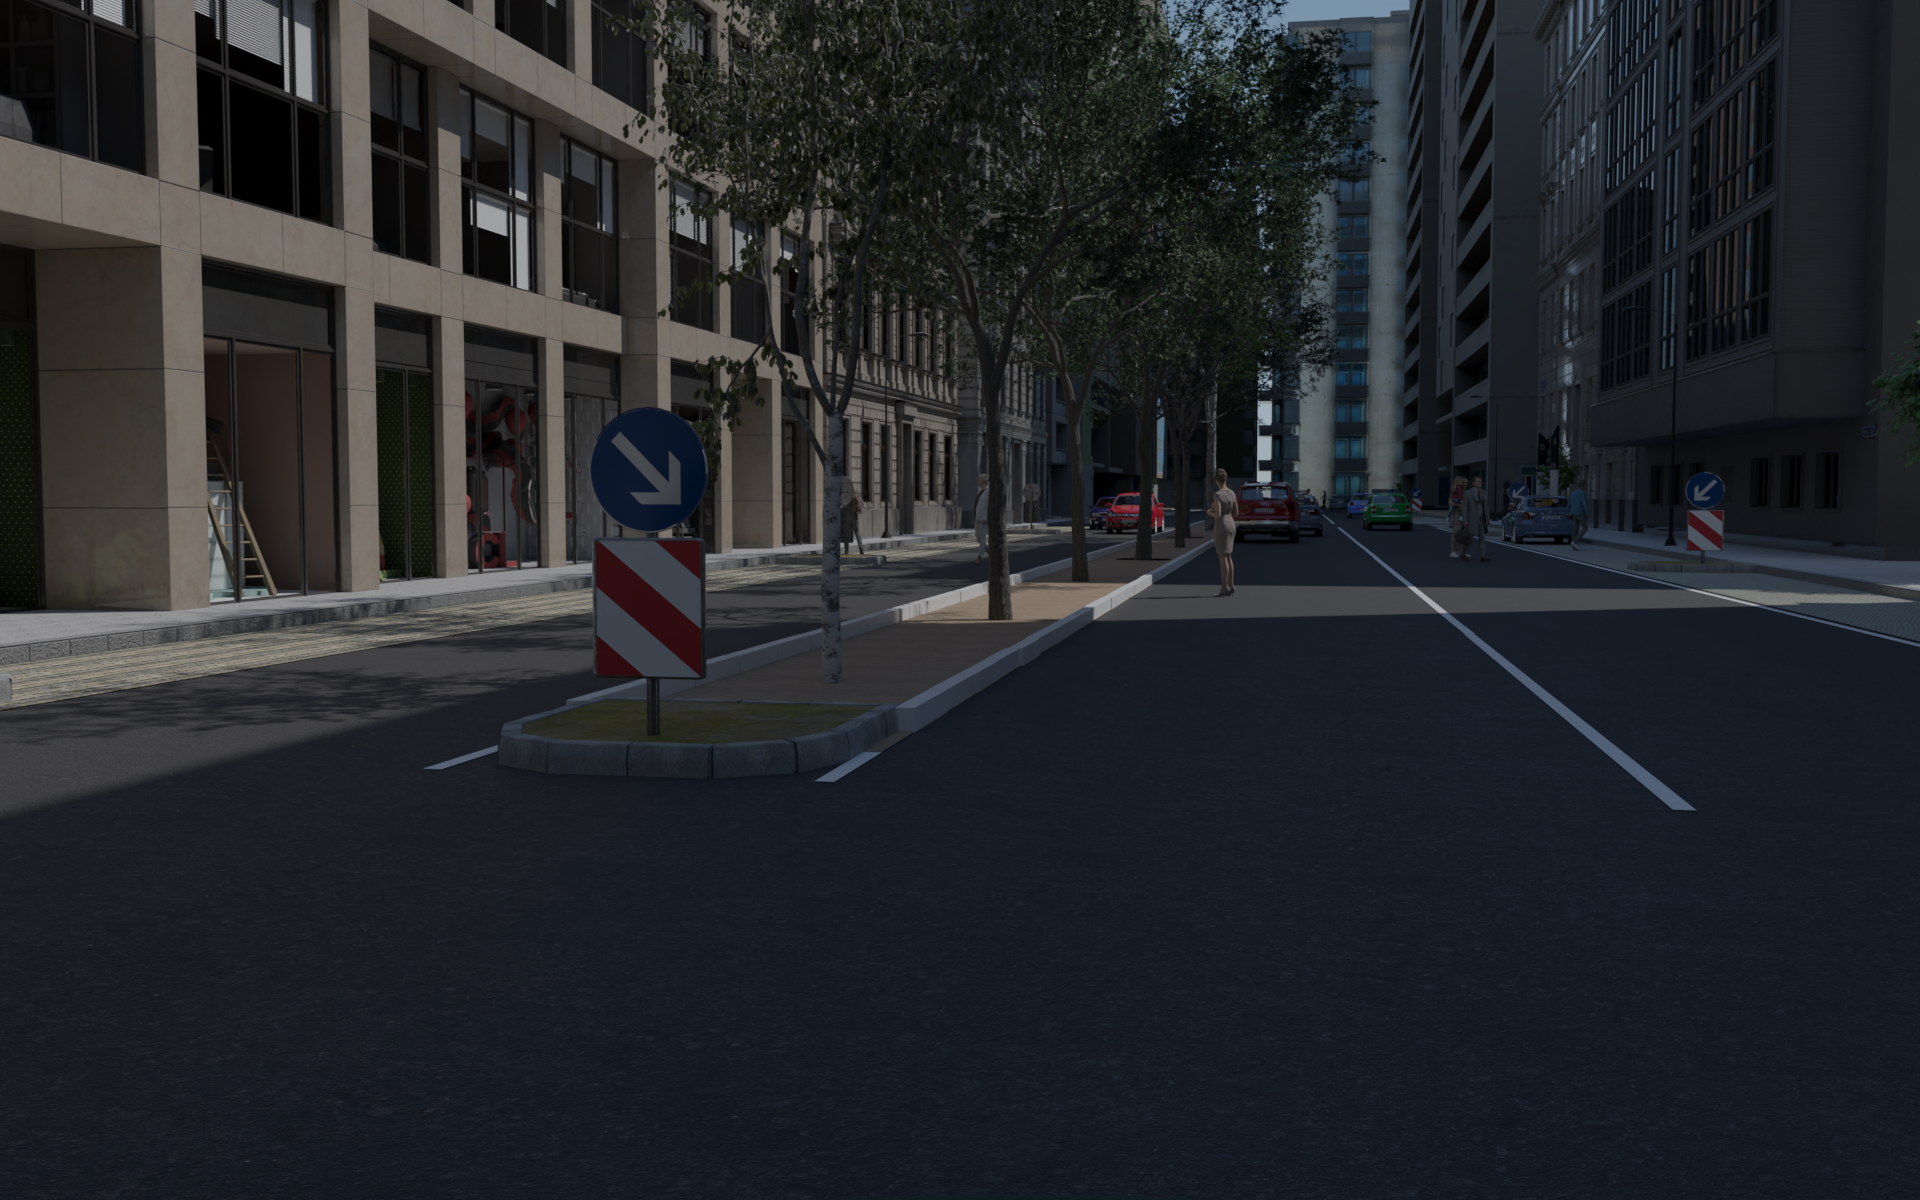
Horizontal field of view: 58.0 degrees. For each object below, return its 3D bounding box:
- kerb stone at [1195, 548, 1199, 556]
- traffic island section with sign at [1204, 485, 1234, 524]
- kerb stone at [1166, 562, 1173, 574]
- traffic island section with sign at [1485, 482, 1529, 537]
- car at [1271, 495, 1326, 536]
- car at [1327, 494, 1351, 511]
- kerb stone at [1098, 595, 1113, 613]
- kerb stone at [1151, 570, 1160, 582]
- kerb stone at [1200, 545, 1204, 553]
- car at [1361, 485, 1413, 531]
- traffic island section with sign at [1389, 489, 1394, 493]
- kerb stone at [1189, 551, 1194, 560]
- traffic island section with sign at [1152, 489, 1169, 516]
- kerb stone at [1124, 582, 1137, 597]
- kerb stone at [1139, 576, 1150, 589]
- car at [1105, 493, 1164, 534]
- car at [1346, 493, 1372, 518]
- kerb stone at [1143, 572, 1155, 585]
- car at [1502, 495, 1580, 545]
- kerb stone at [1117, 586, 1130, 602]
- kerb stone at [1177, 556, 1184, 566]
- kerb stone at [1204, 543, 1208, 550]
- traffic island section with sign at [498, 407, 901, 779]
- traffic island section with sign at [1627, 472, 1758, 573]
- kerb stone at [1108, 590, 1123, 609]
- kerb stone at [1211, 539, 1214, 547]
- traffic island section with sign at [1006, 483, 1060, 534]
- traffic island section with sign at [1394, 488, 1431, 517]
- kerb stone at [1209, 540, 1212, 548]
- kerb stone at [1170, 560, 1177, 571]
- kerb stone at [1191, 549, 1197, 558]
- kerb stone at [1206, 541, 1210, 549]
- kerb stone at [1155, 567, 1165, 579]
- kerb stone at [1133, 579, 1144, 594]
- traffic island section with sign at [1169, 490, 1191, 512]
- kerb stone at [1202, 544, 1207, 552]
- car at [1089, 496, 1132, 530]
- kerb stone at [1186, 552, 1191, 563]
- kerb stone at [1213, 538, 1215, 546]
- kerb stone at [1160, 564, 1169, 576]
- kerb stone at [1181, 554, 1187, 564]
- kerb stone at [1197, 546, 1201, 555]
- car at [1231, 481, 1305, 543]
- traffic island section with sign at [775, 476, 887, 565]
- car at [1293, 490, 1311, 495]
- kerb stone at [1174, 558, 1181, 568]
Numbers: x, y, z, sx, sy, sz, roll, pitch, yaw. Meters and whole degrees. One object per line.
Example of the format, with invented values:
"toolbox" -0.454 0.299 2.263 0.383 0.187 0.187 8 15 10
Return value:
"kerb stone" 5.248 -1.028 39.059 0.120 0.150 1.000 1 4 11
"traffic island section with sign" 12.848 -4.608 83.481 2.006 1.907 1.989 1 4 11
"kerb stone" 3.677 -0.539 31.013 0.120 0.150 1.000 1 4 11
"traffic island section with sign" 18.704 -3.060 58.663 1.989 1.847 2.006 1 4 11
"car" 11.672 -2.936 60.011 2.014 1.417 4.499 1 4 11
"car" 31.673 -8.102 144.467 2.014 1.417 4.499 1 4 12
"kerb stone" 1.714 0.075 20.965 0.120 0.150 1.000 1 4 11
"kerb stone" 3.088 -0.355 28.003 0.120 0.150 1.000 1 4 11
"kerb stone" 5.641 -1.154 41.070 0.120 0.150 1.000 1 4 11
"car" 17.078 -3.699 69.277 1.959 1.807 4.718 1 4 10
"traffic island section with sign" 33.470 -7.692 134.398 1.989 1.847 2.006 1 4 11
"kerb stone" 4.860 -0.905 37.045 0.120 0.150 1.000 1 4 11
"traffic island section with sign" 12.242 -6.316 111.888 1.989 1.847 2.006 1 4 11
"kerb stone" 2.307 -0.109 23.985 0.120 0.150 1.000 1 4 11
"kerb stone" 2.706 -0.228 25.994 0.120 0.150 1.000 1 4 11
"car" 6.417 -3.317 63.277 2.155 1.783 4.494 1 4 12
"car" 24.062 -5.747 103.552 1.945 1.707 3.694 1 4 11
"kerb stone" 2.892 -0.294 26.999 0.120 0.150 1.000 1 4 11
"car" 16.828 -2.340 50.261 2.014 1.417 4.499 1 4 11
"kerb stone" 2.111 -0.048 22.981 0.120 0.150 1.000 1 4 11
"kerb stone" 4.267 -0.724 34.026 0.120 0.150 1.000 1 4 11
"kerb stone" 6.032 -1.278 43.084 0.120 0.150 1.000 1 4 11
"traffic island section with sign" -1.513 -0.097 9.722 2.006 1.907 1.989 1 4 11
"traffic island section with sign" 13.554 -1.442 32.203 1.989 1.847 2.006 1 4 11
"kerb stone" 1.920 0.014 21.966 0.120 0.150 1.000 1 4 11
"kerb stone" 6.616 -1.462 46.121 0.120 0.150 1.000 1 4 11
"traffic island section with sign" 2.565 -3.277 62.209 1.989 1.847 2.006 1 4 11
"traffic island section with sign" 28.298 -6.074 107.942 1.989 1.847 2.006 1 4 11
"kerb stone" 6.417 -1.401 45.103 0.120 0.150 1.000 1 4 11
"kerb stone" 3.874 -0.601 32.019 0.120 0.150 1.000 1 4 11
"kerb stone" 5.055 -0.967 38.049 0.120 0.150 1.000 1 4 11
"kerb stone" 6.224 -1.340 44.099 0.120 0.150 1.000 1 4 11
"kerb stone" 3.286 -0.416 29.006 0.120 0.150 1.000 1 4 11
"kerb stone" 2.509 -0.169 24.991 0.120 0.150 1.000 1 4 11
"traffic island section with sign" 17.398 -7.934 138.347 1.989 1.847 2.006 1 4 11
"kerb stone" 5.845 -1.216 42.079 0.120 0.150 1.000 1 4 11
"car" 6.257 -3.536 70.388 1.945 1.354 3.894 1 4 11
"kerb stone" 4.659 -0.846 36.033 0.120 0.150 1.000 1 4 11
"kerb stone" 6.824 -1.521 47.122 0.120 0.150 1.000 1 4 11
"kerb stone" 3.485 -0.478 30.009 0.120 0.150 1.000 1 4 11
"kerb stone" 4.455 -0.785 35.031 0.120 0.150 1.000 1 4 11
"kerb stone" 5.438 -1.093 40.068 0.120 0.150 1.000 1 4 11
"car" 9.279 -2.679 52.476 2.281 1.827 5.304 1 4 11
"traffic island section with sign" -2.588 -1.658 35.732 1.989 1.847 2.006 1 4 11
"car" 29.260 -8.628 149.740 2.281 1.827 5.304 1 4 9
"kerb stone" 4.075 -0.662 33.022 0.120 0.150 1.000 1 4 11
